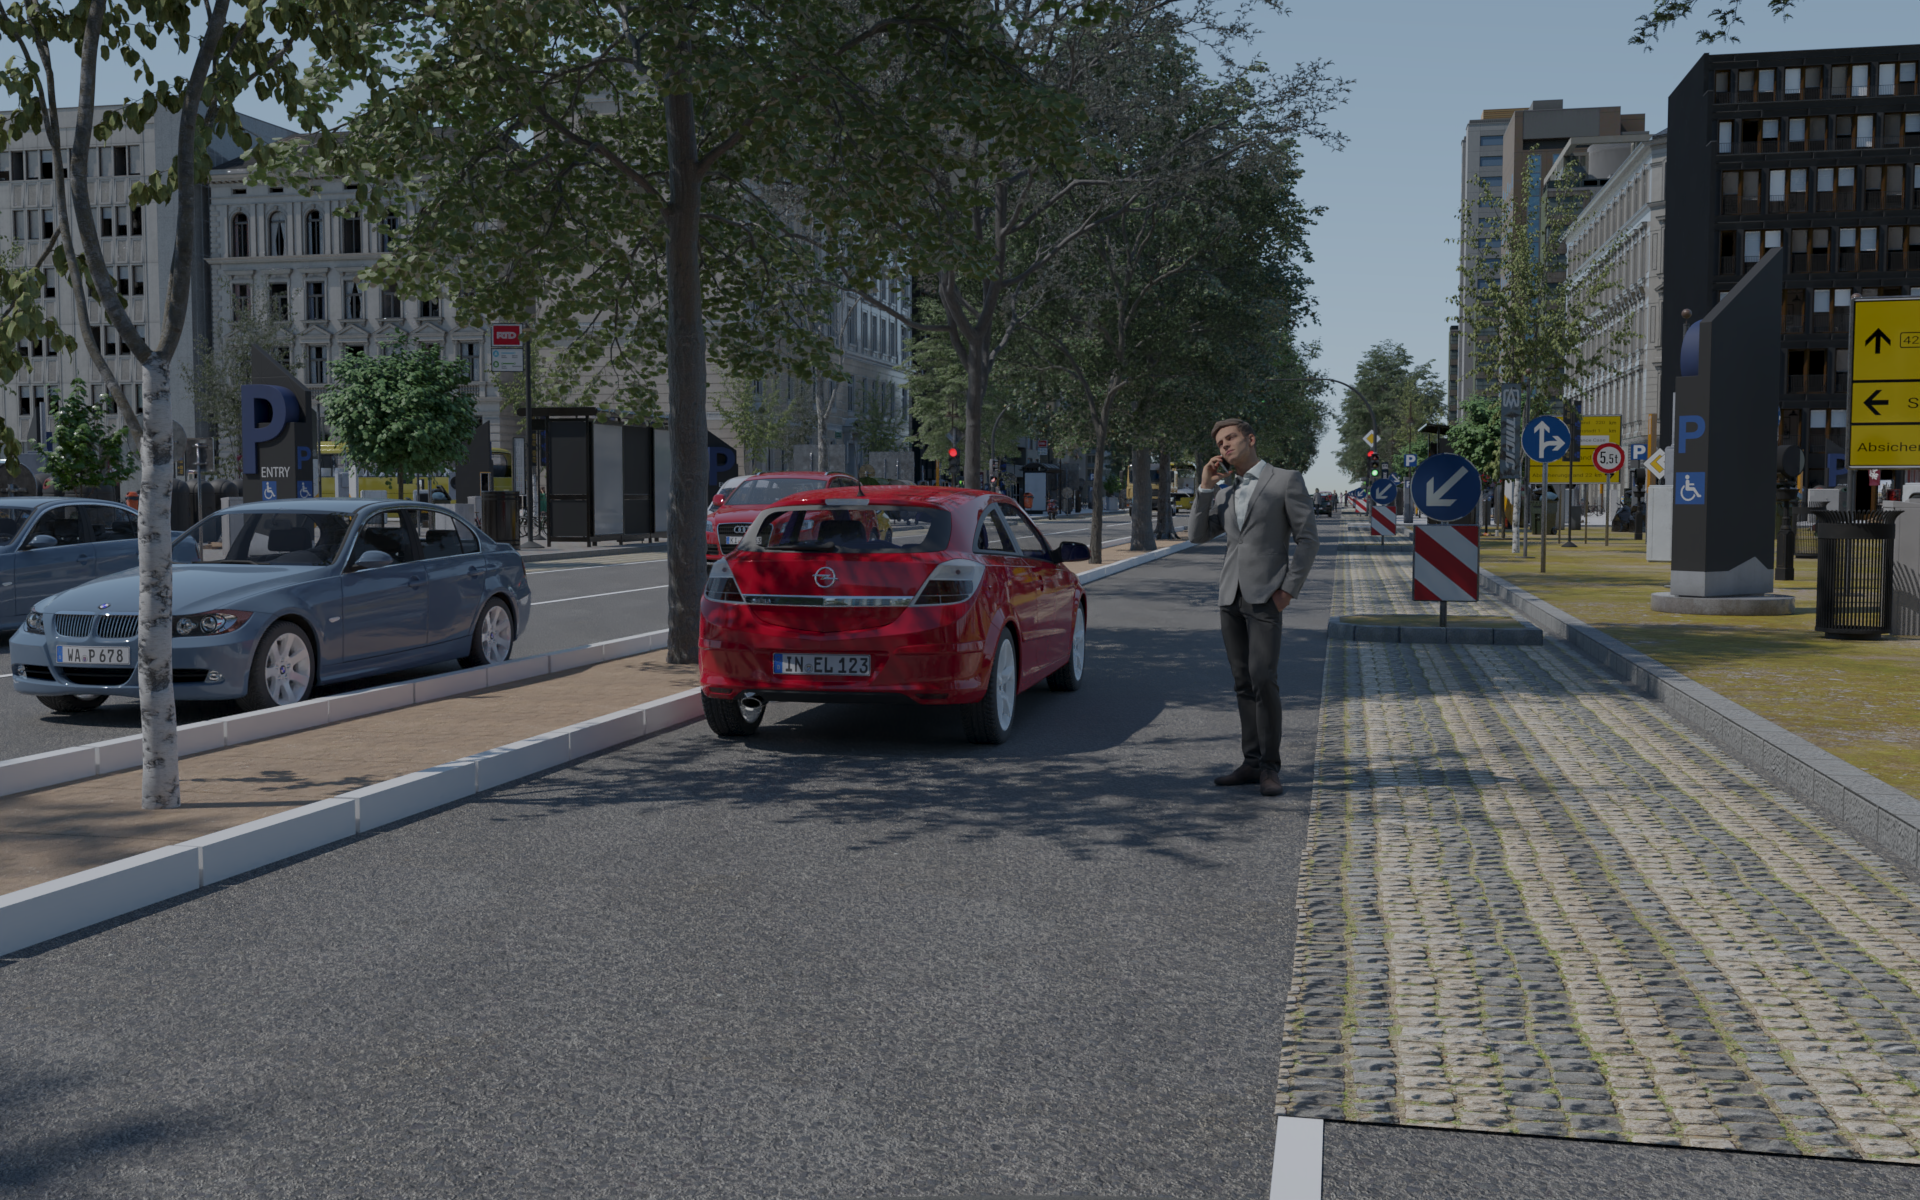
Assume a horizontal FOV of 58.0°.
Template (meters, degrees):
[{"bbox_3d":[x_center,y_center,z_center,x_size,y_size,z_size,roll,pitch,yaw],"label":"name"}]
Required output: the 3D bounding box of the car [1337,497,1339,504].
[{"bbox_3d":[56.338,-15.294,261.852,2.131,1.459,4.920,1,4,14],"label":"car"}]

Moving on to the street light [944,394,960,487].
[{"bbox_3d":[-0.338,-6.548,79.840,0.468,5.910,1.993,1,4,12],"label":"street light"}]

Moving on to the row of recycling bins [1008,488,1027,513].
[{"bbox_3d":[4.624,-6.898,119.890,1.069,1.692,3.534,2,4,25],"label":"row of recycling bins"}]

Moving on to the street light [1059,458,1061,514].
[{"bbox_3d":[6.432,-8.448,110.907,0.468,5.910,1.993,1,4,12],"label":"street light"}]

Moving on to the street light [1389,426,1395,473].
[{"bbox_3d":[29.088,-8.797,116.617,0.468,5.910,1.993,1,4,12],"label":"street light"}]

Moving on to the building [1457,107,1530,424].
[{"bbox_3d":[88.614,-44.516,269.842,21.231,58.520,28.212,1,4,12],"label":"building"}]

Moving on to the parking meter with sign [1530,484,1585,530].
[{"bbox_3d":[21.218,-4.000,61.654,1.738,3.016,0.543,1,4,19],"label":"parking meter with sign"}]

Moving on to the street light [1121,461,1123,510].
[{"bbox_3d":[13.327,-10.346,141.946,0.468,5.910,1.993,1,4,12],"label":"street light"}]

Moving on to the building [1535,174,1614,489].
[{"bbox_3d":[60.647,-23.765,160.258,14.160,30.474,14.107,1,4,12],"label":"building"}]

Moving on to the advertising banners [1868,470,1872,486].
[{"bbox_3d":[29.483,-3.573,54.612,0.090,3.025,2.074,-2,4,-25],"label":"advertising banners"}]

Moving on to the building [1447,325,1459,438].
[{"bbox_3d":[89.578,-31.875,292.851,14.160,30.474,14.107,1,4,12],"label":"building"}]

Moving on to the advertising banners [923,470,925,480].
[{"bbox_3d":[-2.977,-7.888,125.149,0.090,3.025,2.074,1,4,23],"label":"advertising banners"}]

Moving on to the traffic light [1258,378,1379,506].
[{"bbox_3d":[14.104,-5.706,67.965,4.771,5.953,1.251,1,4,12],"label":"traffic light"}]

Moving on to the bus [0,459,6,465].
[{"bbox_3d":[-52.481,-5.601,86.433,13.247,3.499,2.948,1,4,11],"label":"bus"}]

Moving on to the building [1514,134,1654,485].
[{"bbox_3d":[73.477,-29.647,176.603,32.217,40.220,23.993,1,4,12],"label":"building"}]

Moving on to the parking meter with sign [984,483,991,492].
[{"bbox_3d":[1.961,-7.289,115.433,0.543,3.016,1.738,3,5,43],"label":"parking meter with sign"}]

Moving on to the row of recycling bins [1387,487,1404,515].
[{"bbox_3d":[26.640,-6.036,105.802,1.069,1.692,3.534,1,4,16],"label":"row of recycling bins"}]

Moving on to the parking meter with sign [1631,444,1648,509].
[{"bbox_3d":[24.049,-3.978,61.305,0.543,3.016,1.738,2,4,24],"label":"parking meter with sign"}]

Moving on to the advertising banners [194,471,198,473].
[{"bbox_3d":[-35.512,-5.078,79.208,0.090,3.025,2.074,2,4,33],"label":"advertising banners"}]

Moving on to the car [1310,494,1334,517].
[{"bbox_3d":[22.256,-5.988,107.693,2.009,1.686,4.222,1,4,11],"label":"car"}]

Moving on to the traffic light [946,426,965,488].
[{"bbox_3d":[-0.204,-5.035,71.249,0.839,4.253,0.868,1,4,12],"label":"traffic light"}]

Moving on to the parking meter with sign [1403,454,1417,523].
[{"bbox_3d":[19.839,-4.906,76.468,0.543,3.016,1.738,1,4,13],"label":"parking meter with sign"}]

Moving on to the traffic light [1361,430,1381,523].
[{"bbox_3d":[17.892,-5.292,75.451,0.839,4.253,0.868,1,4,12],"label":"traffic light"}]

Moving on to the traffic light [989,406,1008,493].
[{"bbox_3d":[3.584,-6.358,78.628,4.771,5.953,1.251,1,4,12],"label":"traffic light"}]

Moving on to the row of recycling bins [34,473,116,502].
[{"bbox_3d":[-17.733,-1.638,33.898,3.534,1.692,1.069,2,4,34],"label":"row of recycling bins"}]

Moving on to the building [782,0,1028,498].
[{"bbox_3d":[-5.754,-33.292,168.027,21.300,48.544,21.600,1,4,12],"label":"building"}]

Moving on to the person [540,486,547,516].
[{"bbox_3d":[-19.627,-4.448,81.478,0.529,1.795,0.600,1,4,15],"label":"person"}]

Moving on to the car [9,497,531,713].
[{"bbox_3d":[-4.800,-0.044,12.722,2.014,1.417,4.499,1,4,13],"label":"car"}]

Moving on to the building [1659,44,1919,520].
[{"bbox_3d":[45.874,-15.897,89.595,15.834,23.373,12.332,1,4,12],"label":"building"}]

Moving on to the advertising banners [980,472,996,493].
[{"bbox_3d":[2.314,-8.628,137.251,2.074,3.025,0.090,-2,4,-28],"label":"advertising banners"}]

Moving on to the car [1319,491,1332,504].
[{"bbox_3d":[45.297,-12.600,214.678,2.281,1.827,5.304,1,4,12],"label":"car"}]

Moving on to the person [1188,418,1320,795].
[{"bbox_3d":[1.423,0.014,8.451,0.473,1.802,0.592,-2,4,-28],"label":"person"}]

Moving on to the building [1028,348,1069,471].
[{"bbox_3d":[-3.646,-21.355,194.197,27.650,21.520,28.899,1,4,12],"label":"building"}]

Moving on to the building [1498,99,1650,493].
[{"bbox_3d":[69.218,-33.443,196.908,14.600,45.320,14.200,1,4,12],"label":"building"}]

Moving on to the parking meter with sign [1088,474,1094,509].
[{"bbox_3d":[11.287,-9.348,149.094,0.543,3.016,1.738,0,4,-6],"label":"parking meter with sign"}]

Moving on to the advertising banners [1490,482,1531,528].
[{"bbox_3d":[20.724,-4.230,65.344,2.074,3.025,0.090,-2,4,-24],"label":"advertising banners"}]

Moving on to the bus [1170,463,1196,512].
[{"bbox_3d":[17.125,-8.636,132.748,2.896,3.916,12.252,1,4,11],"label":"bus"}]

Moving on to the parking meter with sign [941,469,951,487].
[{"bbox_3d":[-0.842,-6.766,106.892,0.543,3.016,1.738,-2,4,-26],"label":"parking meter with sign"}]

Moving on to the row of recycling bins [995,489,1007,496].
[{"bbox_3d":[2.314,-8.120,139.882,3.534,1.692,1.069,-1,4,-14],"label":"row of recycling bins"}]

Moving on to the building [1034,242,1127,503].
[{"bbox_3d":[10.321,-35.110,265.931,32.217,40.220,23.993,1,4,12],"label":"building"}]

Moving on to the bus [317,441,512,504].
[{"bbox_3d":[-27.151,-5.482,81.177,12.252,3.916,2.896,1,4,13],"label":"bus"}]

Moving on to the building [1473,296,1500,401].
[{"bbox_3d":[81.287,-29.281,250.438,14.160,30.474,14.107,1,4,12],"label":"building"}]

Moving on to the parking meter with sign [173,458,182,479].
[{"bbox_3d":[-28.437,-4.019,61.964,1.738,3.016,0.543,3,5,43],"label":"parking meter with sign"}]

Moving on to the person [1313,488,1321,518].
[{"bbox_3d":[21.097,-5.744,102.589,0.709,1.800,0.728,-1,4,-12],"label":"person"}]

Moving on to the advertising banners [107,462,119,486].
[{"bbox_3d":[-26.690,-3.499,53.404,0.090,3.025,2.074,1,4,22],"label":"advertising banners"}]

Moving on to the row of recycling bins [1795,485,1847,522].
[{"bbox_3d":[39.829,-4.538,81.315,3.534,1.692,1.069,1,4,22],"label":"row of recycling bins"}]

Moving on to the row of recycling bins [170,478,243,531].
[{"bbox_3d":[-20.149,-2.406,46.456,1.069,1.692,3.534,1,4,15],"label":"row of recycling bins"}]

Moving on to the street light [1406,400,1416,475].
[{"bbox_3d":[22.204,-6.894,85.508,0.468,5.910,1.993,1,4,12],"label":"street light"}]

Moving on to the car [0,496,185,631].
[{"bbox_3d":[-9.514,-0.322,17.273,2.014,1.417,4.499,1,4,12],"label":"car"}]

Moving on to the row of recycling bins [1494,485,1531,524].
[{"bbox_3d":[23.918,-4.156,75.058,1.069,1.692,3.534,2,4,32],"label":"row of recycling bins"}]

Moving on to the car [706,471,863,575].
[{"bbox_3d":[-2.743,-1.210,28.451,2.281,1.827,5.304,1,4,11],"label":"car"}]

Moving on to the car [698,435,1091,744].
[{"bbox_3d":[-0.269,-0.152,11.534,2.155,1.783,4.494,1,4,13],"label":"car"}]

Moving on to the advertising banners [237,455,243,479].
[{"bbox_3d":[-31.228,-4.953,77.175,2.074,3.025,0.090,0,4,8],"label":"advertising banners"}]

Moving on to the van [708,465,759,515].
[{"bbox_3d":[-4.182,-1.748,35.588,2.013,2.044,4.112,1,4,13],"label":"van"}]

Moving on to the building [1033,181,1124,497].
[{"bbox_3d":[17.901,-42.886,290.421,28.713,52.752,27.495,1,4,12],"label":"building"}]
